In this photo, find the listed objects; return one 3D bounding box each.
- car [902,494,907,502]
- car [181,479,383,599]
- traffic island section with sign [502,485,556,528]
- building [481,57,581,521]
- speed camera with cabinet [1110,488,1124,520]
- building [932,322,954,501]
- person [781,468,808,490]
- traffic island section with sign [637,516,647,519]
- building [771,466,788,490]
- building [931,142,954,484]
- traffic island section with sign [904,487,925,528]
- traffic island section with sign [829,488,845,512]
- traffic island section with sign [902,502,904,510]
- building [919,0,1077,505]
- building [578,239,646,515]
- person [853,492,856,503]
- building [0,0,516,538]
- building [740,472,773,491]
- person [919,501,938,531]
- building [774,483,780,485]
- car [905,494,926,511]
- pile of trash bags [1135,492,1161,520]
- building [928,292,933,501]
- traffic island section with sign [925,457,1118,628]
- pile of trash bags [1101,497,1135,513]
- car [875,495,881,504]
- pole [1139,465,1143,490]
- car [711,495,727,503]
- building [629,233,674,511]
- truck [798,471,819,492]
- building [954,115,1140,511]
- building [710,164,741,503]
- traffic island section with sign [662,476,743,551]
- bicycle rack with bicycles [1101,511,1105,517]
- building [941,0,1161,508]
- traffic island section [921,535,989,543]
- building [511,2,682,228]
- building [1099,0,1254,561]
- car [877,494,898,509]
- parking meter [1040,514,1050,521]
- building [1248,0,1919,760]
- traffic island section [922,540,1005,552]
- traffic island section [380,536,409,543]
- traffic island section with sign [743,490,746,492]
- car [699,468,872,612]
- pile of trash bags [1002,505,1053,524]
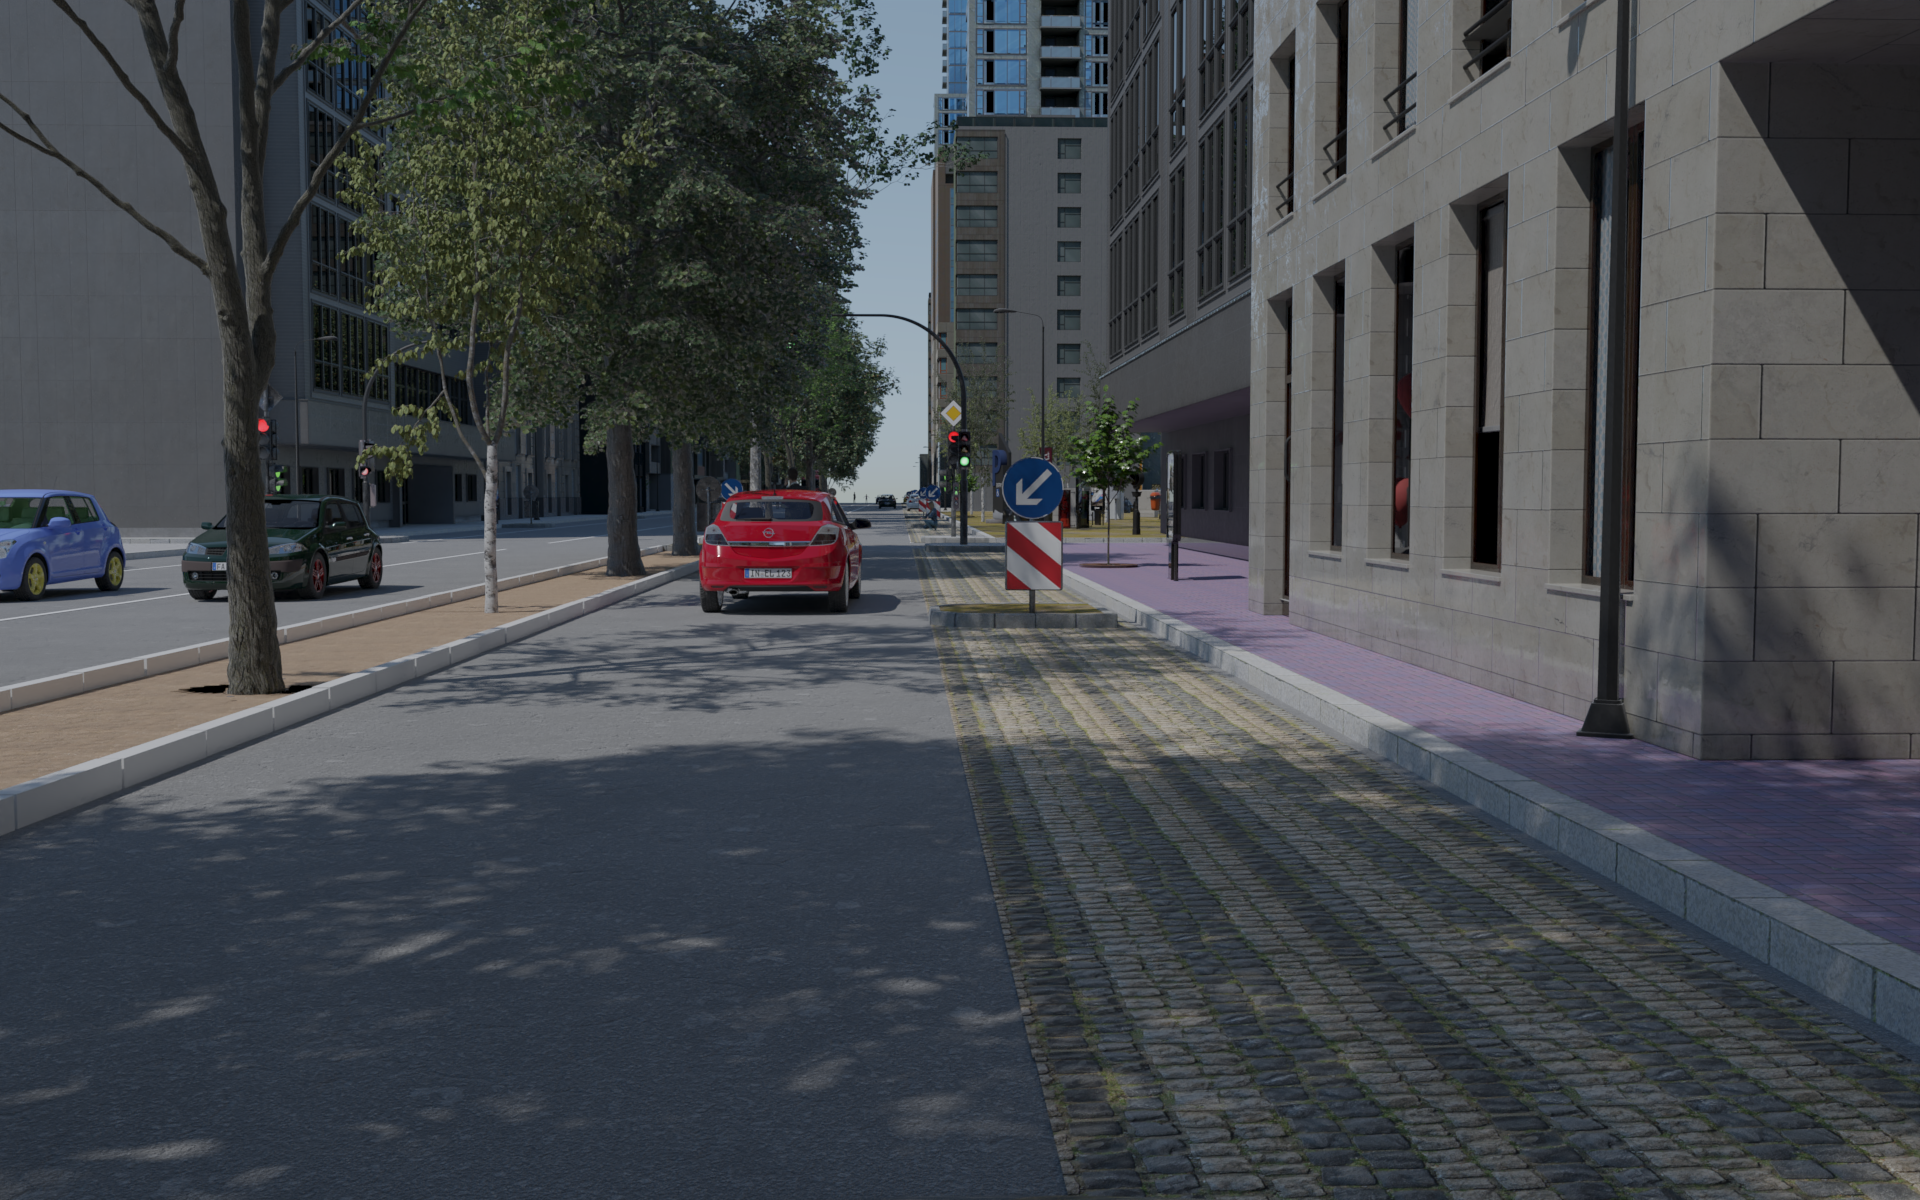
[{"bbox_3d":[-7.918,-15.704,266.982,2.015,1.641,3.980,0,4,-3],"label":"car"},{"bbox_3d":[-9.627,-0.919,24.806,2.009,1.686,4.222,0,4,-2],"label":"car"},{"bbox_3d":[-18.407,-4.006,74.124,1.989,1.847,2.006,0,4,-2],"label":"traffic island section with sign"},{"bbox_3d":[-28.477,-18.107,93.305,12.463,27.353,25.104,0,4,-2],"label":"building"},{"bbox_3d":[7.763,-5.648,86.682,0.660,3.252,2.038,1,4,15],"label":"speed camera with cabinet"},{"bbox_3d":[11.057,-21.062,189.403,27.650,21.520,28.899,0,4,-2],"label":"building"},{"bbox_3d":[-2.998,-1.434,31.308,0.474,1.900,0.648,2,4,28],"label":"person"},{"bbox_3d":[-19.371,-5.662,101.205,1.989,1.847,2.006,0,4,-2],"label":"traffic island section with sign"},{"bbox_3d":[-34.881,-30.806,275.379,14.160,30.474,14.107,0,4,-2],"label":"building"},{"bbox_3d":[3.964,-34.794,218.987,14.600,45.320,14.200,0,4,-2],"label":"building"},{"bbox_3d":[-1.268,-3.980,73.703,1.989,1.847,2.006,0,4,-2],"label":"traffic island section with sign"},{"bbox_3d":[-9.374,-7.240,126.507,2.006,1.907,1.989,0,4,-2],"label":"traffic island section with sign"},{"bbox_3d":[-2.226,-5.628,100.641,1.989,1.847,2.006,0,4,-2],"label":"traffic island section with sign"},{"bbox_3d":[4.931,-58.521,269.485,22.319,86.520,31.000,0,4,-2],"label":"building"},{"bbox_3d":[-28.171,-17.409,114.320,12.332,23.373,15.834,0,4,-2],"label":"building"},{"bbox_3d":[-16.451,-16.068,271.740,0.617,1.759,0.750,-3,5,-40],"label":"person"},{"bbox_3d":[-27.157,-15.045,65.044,14.314,24.678,30.058,0,4,-2],"label":"building"},{"bbox_3d":[-36.874,-34.827,224.045,22.147,44.769,28.867,0,4,-2],"label":"building"},{"bbox_3d":[-1.202,-3.276,67.564,0.738,1.151,1.012,0,4,-4],"label":"person"},{"bbox_3d":[-38.031,-36.611,253.212,22.147,44.769,28.867,0,4,-2],"label":"building"},{"bbox_3d":[-3.530,-8.040,143.451,2.014,1.417,4.499,0,4,-3],"label":"car"},{"bbox_3d":[10.934,-4.810,88.389,3.447,1.369,1.912,-3,5,-42],"label":"pile of trash bags"},{"bbox_3d":[2.380,-29.121,247.823,14.160,30.474,14.107,0,4,-2],"label":"building"},{"bbox_3d":[0.650,-0.653,19.304,1.989,1.847,2.006,0,4,-2],"label":"traffic island section with sign"},{"bbox_3d":[9.638,-6.513,116.236,3.447,1.369,1.912,-1,4,-10],"label":"pile of trash bags"},{"bbox_3d":[-11.325,-14.523,250.024,1.945,1.354,3.894,0,4,-3],"label":"car"},{"bbox_3d":[10.624,-6.599,101.739,0.158,3.312,0.155,0,3,0],"label":"pole"},{"bbox_3d":[-10.365,-4.011,77.577,2.014,1.417,4.499,0,4,-1],"label":"car"},{"bbox_3d":[-29.662,-22.096,132.965,14.160,30.474,14.107,0,4,-2],"label":"building"},{"bbox_3d":[-14.786,-11.400,175.308,2.839,4.237,11.283,0,4,-3],"label":"truck"},{"bbox_3d":[6.466,-22.281,136.000,14.160,30.474,14.107,0,4,-2],"label":"building"},{"bbox_3d":[-31.854,-30.957,189.736,14.154,41.232,14.086,0,4,-2],"label":"building"},{"bbox_3d":[-6.454,-2.194,44.013,2.006,1.907,1.989,0,4,-2],"label":"traffic island section with sign"},{"bbox_3d":[7.032,-4.986,94.900,2.852,0.926,2.925,-2,4,-35],"label":"bicycle rack with bicycles"},{"bbox_3d":[9.476,-51.636,156.921,22.319,86.520,31.000,0,4,-2],"label":"building"},{"bbox_3d":[-0.171,-1.817,51.985,2.009,0.180,2.903,0,4,-2],"label":"traffic island section"},{"bbox_3d":[-31.275,-30.366,146.591,14.600,45.320,14.200,0,4,-2],"label":"building"},{"bbox_3d":[10.924,-14.525,30.991,14.314,27.812,24.014,0,4,-2],"label":"building"},{"bbox_3d":[-7.095,-9.768,169.500,2.009,1.686,4.222,0,4,-2],"label":"car"},{"bbox_3d":[2.747,-3.072,55.938,0.255,1.863,0.399,0,4,-5],"label":"parking meter"},{"bbox_3d":[8.662,-9.512,10.275,10.420,20.320,16.860,0,4,-2],"label":"building"},{"bbox_3d":[0.111,-1.329,44.005,2.009,0.180,2.903,0,4,-2],"label":"traffic island section"},{"bbox_3d":[-17.602,-1.780,51.376,2.009,0.180,2.903,0,4,-2],"label":"traffic island section"},{"bbox_3d":[-22.107,-10.378,178.312,1.989,1.847,2.006,0,4,-2],"label":"traffic island section with sign"},{"bbox_3d":[-2.247,-0.820,22.448,2.155,1.783,4.494,0,3,0],"label":"car"},{"bbox_3d":[3.536,-3.901,73.539,3.447,1.369,1.912,0,4,-6],"label":"pile of trash bags"}]
